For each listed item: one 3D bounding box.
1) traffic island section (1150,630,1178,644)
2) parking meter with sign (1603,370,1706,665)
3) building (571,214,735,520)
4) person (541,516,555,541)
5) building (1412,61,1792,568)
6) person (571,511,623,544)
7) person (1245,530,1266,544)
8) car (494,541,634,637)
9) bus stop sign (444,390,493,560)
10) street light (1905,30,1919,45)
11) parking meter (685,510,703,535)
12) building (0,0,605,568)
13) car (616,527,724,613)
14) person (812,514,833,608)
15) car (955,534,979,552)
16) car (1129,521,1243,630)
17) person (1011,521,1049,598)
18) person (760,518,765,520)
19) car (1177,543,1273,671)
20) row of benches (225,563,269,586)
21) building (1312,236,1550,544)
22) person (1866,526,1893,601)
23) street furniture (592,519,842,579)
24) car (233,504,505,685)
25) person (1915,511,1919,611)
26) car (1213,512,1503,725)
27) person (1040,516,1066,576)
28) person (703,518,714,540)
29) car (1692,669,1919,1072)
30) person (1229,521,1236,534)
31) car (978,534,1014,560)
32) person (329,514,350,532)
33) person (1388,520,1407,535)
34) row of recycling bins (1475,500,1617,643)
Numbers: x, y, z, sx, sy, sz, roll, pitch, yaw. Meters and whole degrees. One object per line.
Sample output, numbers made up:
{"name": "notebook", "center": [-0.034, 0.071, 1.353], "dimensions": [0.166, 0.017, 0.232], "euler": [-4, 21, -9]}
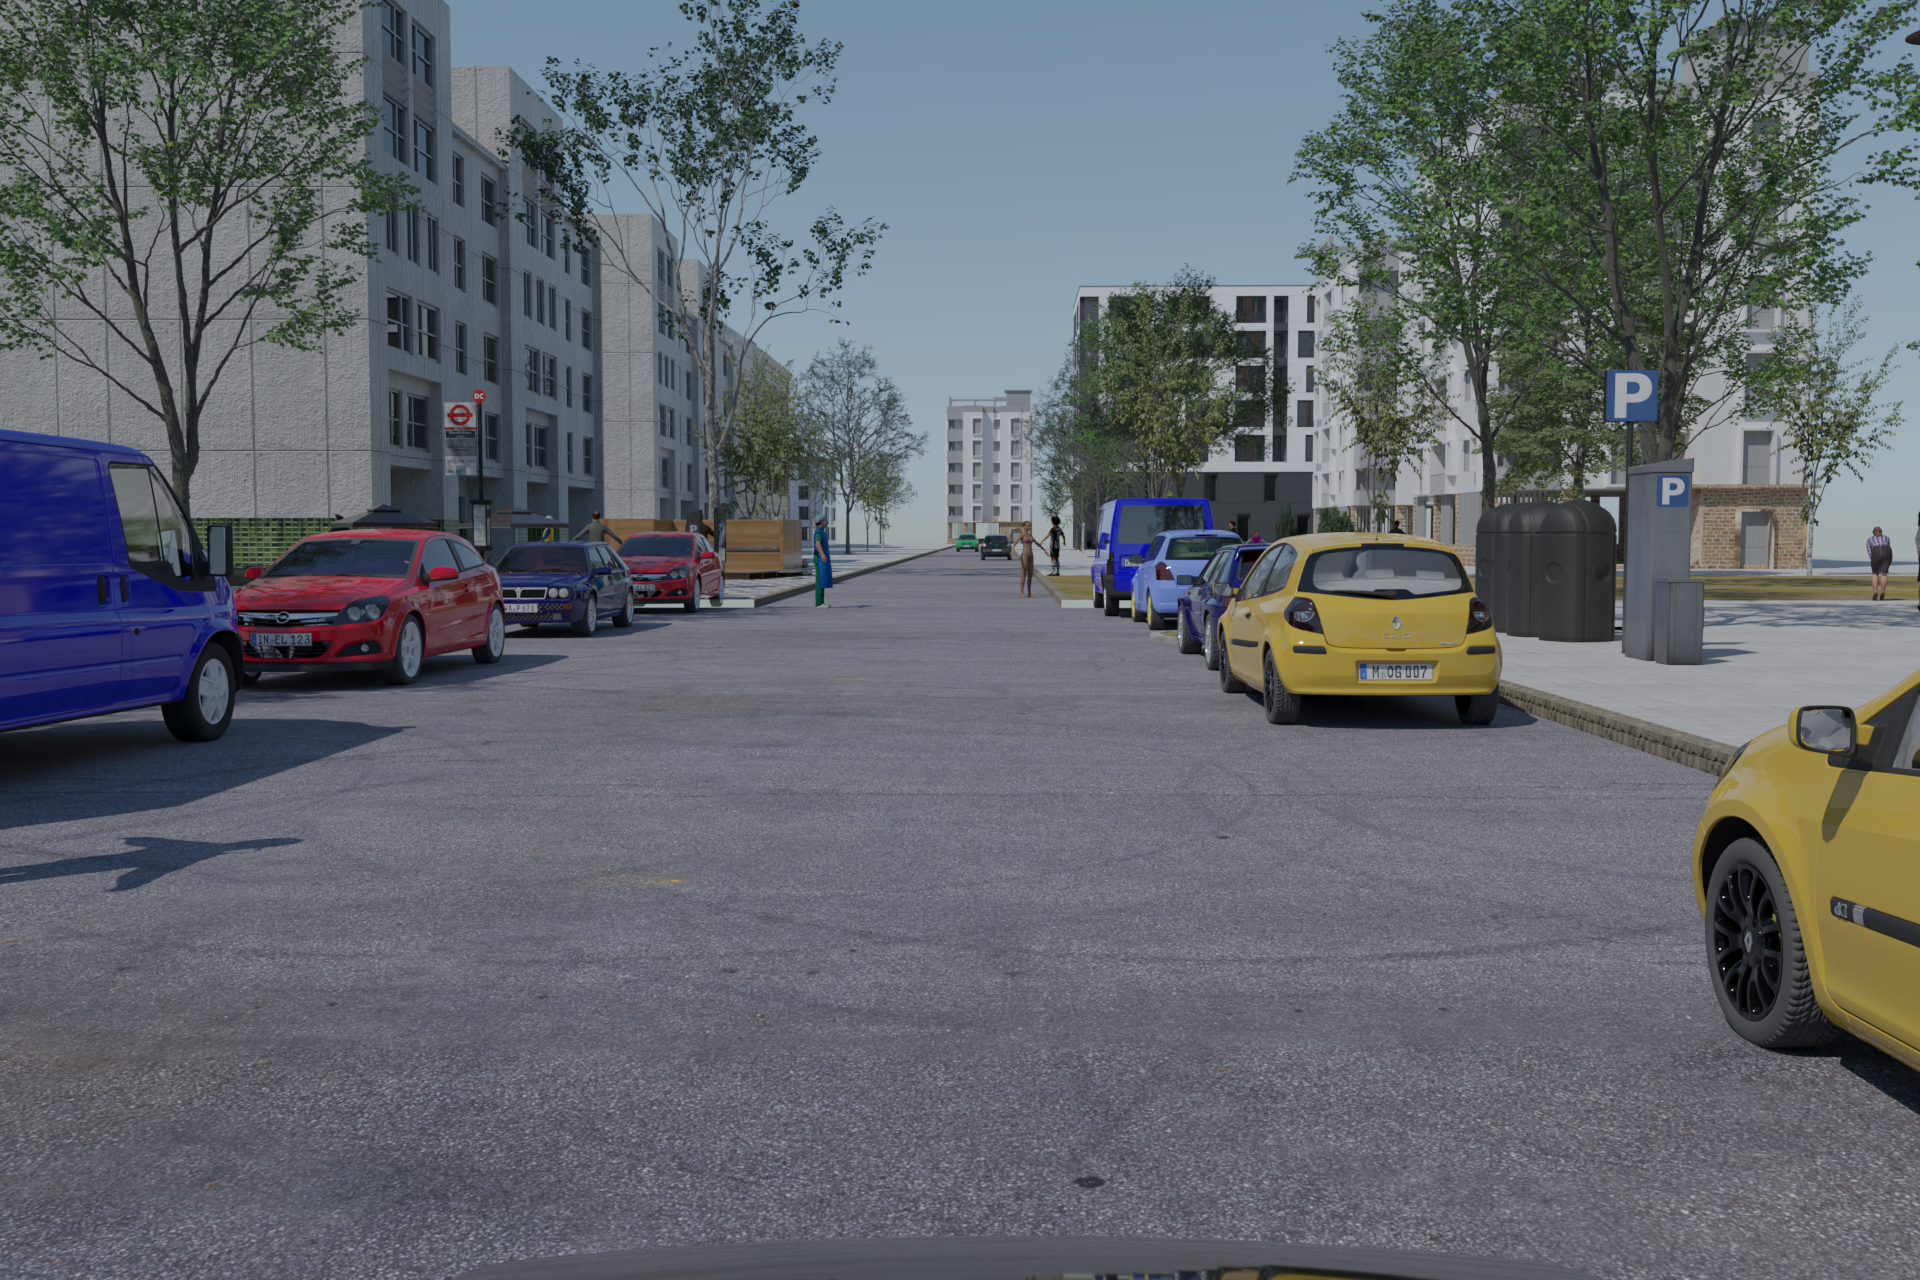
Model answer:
{"name": "traffic island section", "center": [3.583, -0.027, 23.314], "dimensions": [1.991, 0.108, 1.994], "euler": [0, 4, 1]}
{"name": "parking meter with sign", "center": [7.116, -1.309, 17.667], "dimensions": [0.543, 3.016, 1.738], "euler": [0, 4, 1]}
{"name": "building", "center": [-25.183, -15.005, 111.781], "dimensions": [16.747, 18.905, 31.486], "euler": [0, 4, 1]}
{"name": "person", "center": [-11.194, -2.466, 46.784], "dimensions": [0.721, 1.772, 1.216], "euler": [0, 4, 1]}
{"name": "building", "center": [25.405, -13.425, 75.914], "dimensions": [16.016, 20.090, 11.380], "euler": [0, 4, 2]}
{"name": "person", "center": [-8.192, -2.005, 39.056], "dimensions": [1.348, 1.796, 0.705], "euler": [-1, 4, -13]}
{"name": "person", "center": [10.329, -3.130, 60.445], "dimensions": [0.991, 1.433, 0.599], "euler": [0, 4, 3]}
{"name": "car", "center": [-5.968, -0.787, 25.450], "dimensions": [1.945, 1.354, 3.894], "euler": [0, 4, 1]}
{"name": "bus stop sign", "center": [-9.083, -2.652, 32.056], "dimensions": [0.855, 3.939, 0.416], "euler": [0, 4, 0]}
{"name": "street light", "center": [6.955, -2.379, 11.682], "dimensions": [0.468, 5.910, 1.993], "euler": [0, 4, 1]}
{"name": "parking meter", "center": [-6.378, -2.190, 41.524], "dimensions": [0.399, 1.863, 0.255], "euler": [0, 4, 2]}
{"name": "building", "center": [-25.363, -12.200, 65.935], "dimensions": [16.747, 18.905, 31.486], "euler": [0, 4, 1]}
{"name": "car", "center": [-5.636, -1.459, 32.896], "dimensions": [2.155, 1.783, 4.494], "euler": [0, 4, 1]}
{"name": "person", "center": [-2.658, -1.526, 33.538], "dimensions": [0.704, 1.817, 1.347], "euler": [0, 4, -1]}
{"name": "car", "center": [0.604, -7.969, 139.082], "dimensions": [1.959, 1.807, 4.718], "euler": [0, 4, 2]}
{"name": "car", "center": [3.645, -1.071, 27.102], "dimensions": [1.945, 1.707, 3.694], "euler": [0, 4, 0]}
{"name": "person", "center": [1.561, -1.817, 38.972], "dimensions": [1.217, 1.733, 0.721], "euler": [-3, 5, -44]}
{"name": "person", "center": [-7.000, -3.390, 61.289], "dimensions": [1.347, 1.847, 0.705], "euler": [2, 4, 32]}
{"name": "car", "center": [3.471, -0.424, 19.521], "dimensions": [1.945, 1.354, 3.894], "euler": [0, 4, 1]}
{"name": "row of benches", "center": [-13.740, -1.262, 36.102], "dimensions": [4.104, 0.672, 1.422], "euler": [2, 4, 30]}
{"name": "building", "center": [27.967, -15.565, 110.915], "dimensions": [16.016, 20.090, 11.380], "euler": [0, 4, 1]}
{"name": "person", "center": [17.654, -1.468, 33.281], "dimensions": [0.421, 1.427, 0.697], "euler": [1, 4, 17]}
{"name": "street furniture", "center": [-8.455, -2.857, 53.560], "dimensions": [11.010, 1.723, 9.812], "euler": [1, 4, 12]}
{"name": "car", "center": [-6.061, -0.535, 17.789], "dimensions": [2.155, 1.783, 4.494], "euler": [0, 4, 2]}
{"name": "person", "center": [16.104, -1.336, 28.668], "dimensions": [1.217, 1.735, 0.721], "euler": [-3, 5, -40]}
{"name": "car", "center": [3.190, -0.259, 14.451], "dimensions": [2.015, 1.641, 3.980], "euler": [0, 4, 1]}
{"name": "person", "center": [2.879, -2.858, 52.874], "dimensions": [0.704, 1.843, 1.345], "euler": [3, 4, 38]}
{"name": "person", "center": [-6.517, -2.278, 43.386], "dimensions": [1.346, 1.812, 0.704], "euler": [-1, 4, -18]}
{"name": "car", "center": [3.035, 0.401, 3.676], "dimensions": [2.015, 1.641, 3.980], "euler": [0, 4, 0]}
{"name": "person", "center": [10.776, -3.825, 68.725], "dimensions": [0.705, 1.806, 1.347], "euler": [0, 4, 7]}
{"name": "car", "center": [2.003, -5.247, 95.571], "dimensions": [2.009, 1.686, 4.222], "euler": [0, 4, 1]}
{"name": "person", "center": [-17.195, -2.571, 47.966], "dimensions": [0.705, 1.837, 1.347], "euler": [3, 4, 37]}
{"name": "person", "center": [14.549, -3.111, 57.587], "dimensions": [1.216, 1.740, 0.721], "euler": [3, 4, 37]}
{"name": "row of recycling bins", "center": [7.397, -0.920, 22.147], "dimensions": [1.069, 1.692, 3.534], "euler": [0, 4, 1]}
